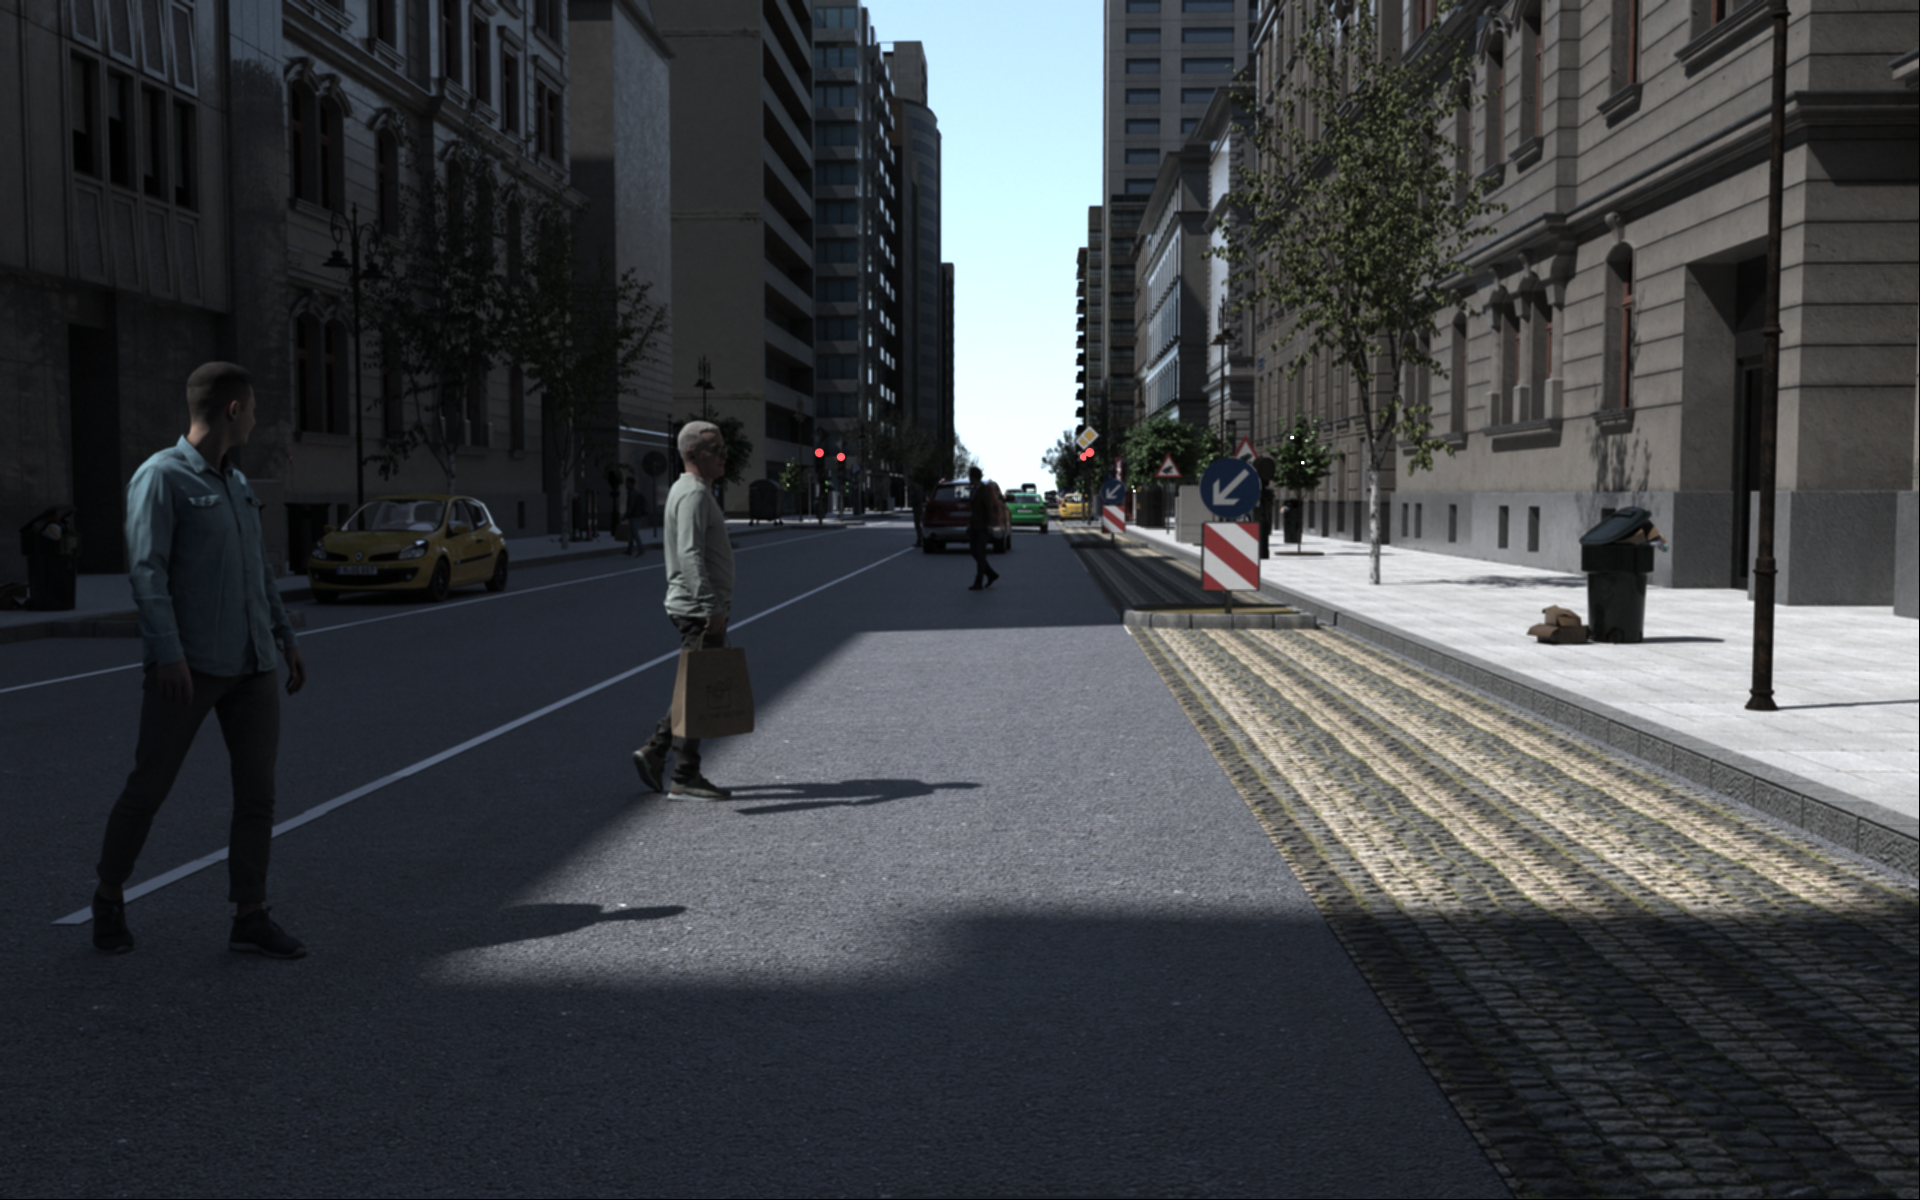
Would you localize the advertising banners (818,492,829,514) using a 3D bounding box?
[{"bbox_3d":[-9.455,-7.046,111.391,2.074,3.025,0.090,-1,4,-17],"label":"advertising banners"}]

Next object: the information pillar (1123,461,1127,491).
[{"bbox_3d":[11.606,-8.023,122.526,0.504,3.616,0.183,-3,4,-38],"label":"information pillar"}]

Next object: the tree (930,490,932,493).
[{"bbox_3d":[-2.831,-12.231,194.573,1.663,3.219,1.824,0,3,0],"label":"tree"}]

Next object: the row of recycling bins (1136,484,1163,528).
[{"bbox_3d":[7.467,-3.718,67.908,1.069,1.692,3.534,0,4,3],"label":"row of recycling bins"}]

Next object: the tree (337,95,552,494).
[{"bbox_3d":[-9.634,-5.023,32.485,4.360,8.622,3.978,0,3,0],"label":"tree"}]

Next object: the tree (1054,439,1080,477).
[{"bbox_3d":[14.099,-16.496,220.077,4.737,8.622,4.395,0,3,0],"label":"tree"}]

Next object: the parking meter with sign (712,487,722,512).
[{"bbox_3d":[-10.235,-4.466,69.281,0.543,3.016,1.738,3,5,44],"label":"parking meter with sign"}]

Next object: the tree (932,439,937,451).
[{"bbox_3d":[-4.439,-12.132,148.727,4.360,8.622,3.978,0,3,0],"label":"tree"}]

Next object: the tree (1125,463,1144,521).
[{"bbox_3d":[8.359,-5.364,82.300,1.663,3.219,1.824,0,3,0],"label":"tree"}]

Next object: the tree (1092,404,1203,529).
[{"bbox_3d":[7.411,-4.875,63.426,4.285,4.588,4.351,0,3,0],"label":"tree"}]

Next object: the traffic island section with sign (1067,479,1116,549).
[{"bbox_3d":[3.940,-2.293,46.117,1.989,1.847,2.006,0,4,2],"label":"traffic island section with sign"}]

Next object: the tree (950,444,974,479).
[{"bbox_3d":[0.068,-18.675,255.692,4.360,8.622,3.978,0,3,0],"label":"tree"}]

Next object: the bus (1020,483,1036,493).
[{"bbox_3d":[11.848,-18.885,303.621,2.948,3.499,13.247,0,4,0],"label":"bus"}]

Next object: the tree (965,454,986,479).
[{"bbox_3d":[2.431,-22.000,310.066,4.737,8.622,4.395,0,3,0],"label":"tree"}]

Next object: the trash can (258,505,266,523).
[{"bbox_3d":[-9.669,-0.704,23.171,0.748,1.137,0.748,0,3,0],"label":"trash can"}]

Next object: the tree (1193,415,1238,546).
[{"bbox_3d":[6.228,-2.948,42.793,1.663,3.219,1.824,0,3,0],"label":"tree"}]

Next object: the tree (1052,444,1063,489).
[{"bbox_3d":[12.640,-14.978,195.248,4.360,8.622,3.978,0,3,0],"label":"tree"}]

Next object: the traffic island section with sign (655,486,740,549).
[{"bbox_3d":[-6.894,-2.273,45.791,1.989,1.847,2.006,0,4,2],"label":"traffic island section with sign"}]

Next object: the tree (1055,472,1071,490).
[{"bbox_3d":[14.302,-13.831,209.843,4.285,4.588,4.351,0,3,0],"label":"tree"}]

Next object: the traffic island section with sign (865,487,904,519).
[{"bbox_3d":[-4.515,-5.701,101.843,1.989,1.847,2.006,0,4,2],"label":"traffic island section with sign"}]

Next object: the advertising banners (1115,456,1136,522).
[{"bbox_3d":[7.832,-5.123,79.941,0.090,3.025,2.074,-3,4,-37],"label":"advertising banners"}]

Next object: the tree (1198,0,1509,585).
[{"bbox_3d":[5.702,-4.514,24.170,4.737,8.622,4.395,0,3,0],"label":"tree"}]

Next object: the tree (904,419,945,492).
[{"bbox_3d":[-3.629,-13.388,169.257,4.737,8.622,4.395,0,3,0],"label":"tree"}]

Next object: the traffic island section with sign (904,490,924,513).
[{"bbox_3d":[-3.347,-7.395,129.528,1.989,1.847,2.006,0,4,2],"label":"traffic island section with sign"}]

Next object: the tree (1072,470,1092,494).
[{"bbox_3d":[10.778,-8.916,129.485,4.285,4.588,4.351,0,3,0],"label":"tree"}]

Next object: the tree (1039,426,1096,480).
[{"bbox_3d":[14.775,-18.495,236.806,8.767,10.594,7.601,1,4,15],"label":"tree"}]

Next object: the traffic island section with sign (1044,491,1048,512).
[{"bbox_3d":[7.461,-7.360,128.965,1.989,1.847,2.006,0,4,2],"label":"traffic island section with sign"}]

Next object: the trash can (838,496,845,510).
[{"bbox_3d":[-9.685,-7.955,141.715,0.748,1.137,0.748,0,3,0],"label":"trash can"}]

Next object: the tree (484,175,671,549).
[{"bbox_3d":[-9.112,-5.491,40.148,4.737,8.622,4.395,0,3,0],"label":"tree"}]

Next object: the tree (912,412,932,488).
[{"bbox_3d":[-5.319,-11.233,134.018,4.360,8.622,3.978,0,3,0],"label":"tree"}]

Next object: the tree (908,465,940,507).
[{"bbox_3d":[-3.697,-11.785,176.401,4.285,4.588,4.351,0,3,0],"label":"tree"}]

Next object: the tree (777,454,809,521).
[{"bbox_3d":[-7.876,-5.406,82.989,1.663,3.219,1.824,0,3,0],"label":"tree"}]

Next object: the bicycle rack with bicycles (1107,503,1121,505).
[{"bbox_3d":[10.807,-6.176,114.360,2.852,0.926,2.925,0,4,-5],"label":"bicycle rack with bicycles"}]

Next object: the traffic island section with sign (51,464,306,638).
[{"bbox_3d":[-8.071,-0.587,18.219,1.989,1.847,2.006,0,4,2],"label":"traffic island section with sign"}]

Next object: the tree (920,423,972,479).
[{"bbox_3d":[-2.376,-17.915,227.315,8.767,10.594,7.601,1,4,9],"label":"tree"}]

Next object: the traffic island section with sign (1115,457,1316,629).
[{"bbox_3d":[2.797,-0.646,19.186,1.989,1.847,2.006,0,4,2],"label":"traffic island section with sign"}]

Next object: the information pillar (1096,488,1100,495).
[{"bbox_3d":[11.630,-8.642,145.795,0.304,2.012,0.304,1,4,13],"label":"information pillar"}]

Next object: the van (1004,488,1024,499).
[{"bbox_3d":[3.897,-7.177,124.360,2.013,2.044,4.112,0,4,1],"label":"van"}]

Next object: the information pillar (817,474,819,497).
[{"bbox_3d":[-12.502,-9.821,151.925,0.183,3.616,0.504,2,4,34],"label":"information pillar"}]

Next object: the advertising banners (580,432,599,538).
[{"bbox_3d":[-10.604,-3.262,49.518,0.090,3.025,2.074,0,4,1],"label":"advertising banners"}]

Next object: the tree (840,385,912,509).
[{"bbox_3d":[-6.357,-10.246,117.884,4.360,8.622,3.978,0,3,0],"label":"tree"}]

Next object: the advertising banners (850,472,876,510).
[{"bbox_3d":[-7.837,-8.778,139.704,2.074,3.025,0.090,0,4,7],"label":"advertising banners"}]

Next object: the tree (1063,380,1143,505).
[{"bbox_3d":[9.358,-9.802,110.624,4.360,8.622,3.978,0,3,0],"label":"tree"}]

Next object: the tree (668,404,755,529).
[{"bbox_3d":[-9.109,-4.851,63.024,4.285,4.588,4.351,0,3,0],"label":"tree"}]

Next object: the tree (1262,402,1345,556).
[{"bbox_3d":[7.128,-2.561,36.476,1.663,3.219,1.824,0,3,0],"label":"tree"}]

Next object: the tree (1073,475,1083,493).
[{"bbox_3d":[10.817,-9.583,151.282,1.663,3.219,1.824,0,3,0],"label":"tree"}]

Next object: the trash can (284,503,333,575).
[{"bbox_3d":[-10.381,-0.975,27.602,0.748,1.137,0.748,0,3,0],"label":"trash can"}]

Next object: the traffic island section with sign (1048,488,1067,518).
[{"bbox_3d":[6.321,-5.713,102.034,1.989,1.847,2.006,0,4,2],"label":"traffic island section with sign"}]

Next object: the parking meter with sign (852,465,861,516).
[{"bbox_3d":[-6.182,-6.592,104.047,0.543,3.016,1.738,0,3,0],"label":"parking meter with sign"}]
